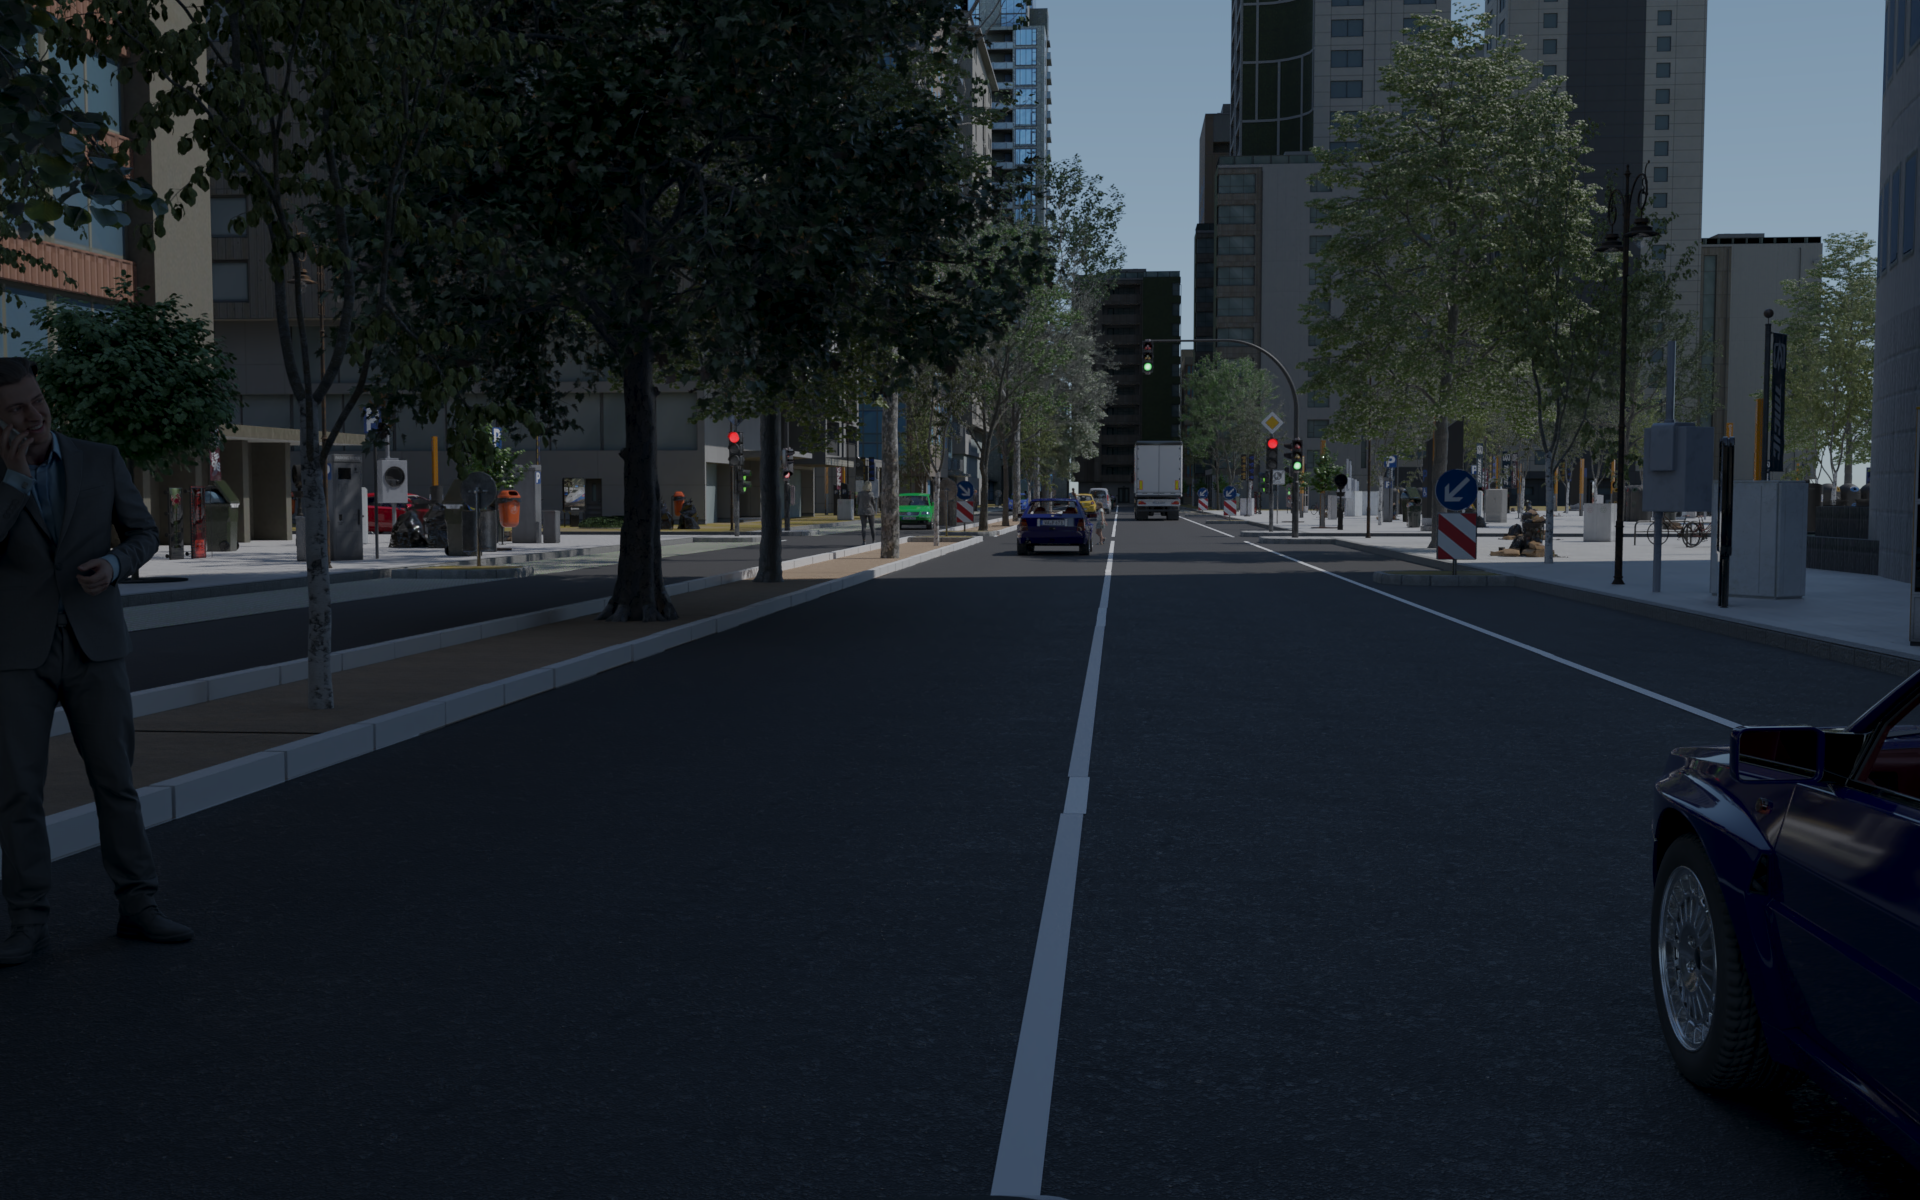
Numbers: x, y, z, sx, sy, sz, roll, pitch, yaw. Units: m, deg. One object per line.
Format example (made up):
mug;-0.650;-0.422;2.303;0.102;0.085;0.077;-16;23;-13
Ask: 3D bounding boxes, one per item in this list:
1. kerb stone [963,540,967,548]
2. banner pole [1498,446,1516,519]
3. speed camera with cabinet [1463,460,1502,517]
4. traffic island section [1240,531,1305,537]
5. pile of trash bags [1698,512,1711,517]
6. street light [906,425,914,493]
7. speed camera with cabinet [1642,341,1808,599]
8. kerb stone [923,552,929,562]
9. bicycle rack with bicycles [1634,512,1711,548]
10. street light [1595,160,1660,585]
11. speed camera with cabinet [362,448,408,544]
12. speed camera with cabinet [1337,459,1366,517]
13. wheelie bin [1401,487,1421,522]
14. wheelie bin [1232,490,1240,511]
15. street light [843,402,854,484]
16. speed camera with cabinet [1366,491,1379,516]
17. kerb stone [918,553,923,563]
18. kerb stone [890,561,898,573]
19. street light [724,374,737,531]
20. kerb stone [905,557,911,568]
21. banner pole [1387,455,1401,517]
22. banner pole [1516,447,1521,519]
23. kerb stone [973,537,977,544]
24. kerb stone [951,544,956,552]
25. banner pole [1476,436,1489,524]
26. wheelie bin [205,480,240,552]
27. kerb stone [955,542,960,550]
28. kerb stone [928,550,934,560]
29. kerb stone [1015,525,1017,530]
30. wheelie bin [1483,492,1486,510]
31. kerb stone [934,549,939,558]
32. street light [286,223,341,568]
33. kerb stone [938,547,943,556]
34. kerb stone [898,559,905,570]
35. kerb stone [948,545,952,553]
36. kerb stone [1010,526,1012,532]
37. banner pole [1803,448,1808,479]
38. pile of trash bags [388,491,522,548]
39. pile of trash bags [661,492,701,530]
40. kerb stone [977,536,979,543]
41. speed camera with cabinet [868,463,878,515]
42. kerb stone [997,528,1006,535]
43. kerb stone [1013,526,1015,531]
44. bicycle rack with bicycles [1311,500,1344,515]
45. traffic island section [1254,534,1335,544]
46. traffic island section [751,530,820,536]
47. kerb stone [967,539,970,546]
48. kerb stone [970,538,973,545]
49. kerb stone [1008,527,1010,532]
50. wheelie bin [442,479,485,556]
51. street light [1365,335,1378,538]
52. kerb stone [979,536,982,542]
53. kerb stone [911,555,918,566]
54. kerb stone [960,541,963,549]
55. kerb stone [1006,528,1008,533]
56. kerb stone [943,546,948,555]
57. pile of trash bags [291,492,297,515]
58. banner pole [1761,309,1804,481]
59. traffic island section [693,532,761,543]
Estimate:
kerb stone;0.015;-1.452;45.941;0.120;0.150;1.000;0;4;5
banner pole;28.005;-6.073;89.308;0.863;3.779;0.401;3;4;38
speed camera with cabinet;29.460;-6.316;97.605;2.038;3.252;0.660;2;4;26
traffic island section;10.585;-2.235;58.824;2.009;0.180;2.903;0;4;5
pile of trash bags;42.202;-5.472;99.226;3.447;1.369;1.912;1;4;8
street light;-3.210;-8.587;113.185;0.468;5.910;1.993;0;4;5
speed camera with cabinet;9.678;-1.688;21.942;0.660;3.252;2.038;-2;4;-28
kerb stone;-0.831;-0.890;36.746;0.120;0.150;1.000;0;4;5
bicycle rack with bicycles;18.165;-1.787;42.604;2.925;0.926;2.852;-1;4;-19
street light;9.357;-3.159;24.443;0.468;5.910;1.993;0;4;5
speed camera with cabinet;-15.211;-3.053;44.250;2.038;3.252;0.660;-3;5;-40
speed camera with cabinet;22.121;-6.359;98.303;0.660;3.252;2.038;3;5;40
wheelie bin;20.581;-4.362;79.229;0.980;1.594;0.693;-2;4;-27
wheelie bin;20.811;-7.551;131.359;0.980;1.594;0.693;3;5;40
street light;-5.644;-6.995;87.160;0.468;5.910;1.993;0;4;5
speed camera with cabinet;24.015;-6.675;103.476;2.038;3.252;0.660;1;4;21
kerb stone;-0.930;-0.827;35.723;0.120;0.150;1.000;0;4;5
kerb stone;-1.306;-0.577;31.637;0.120;0.150;1.000;0;4;5
street light;-8.006;-5.373;60.644;0.468;5.910;1.993;0;4;5
kerb stone;-1.113;-0.699;33.686;0.120;0.150;1.000;0;4;5
banner pole;24.693;-6.646;98.680;0.863;3.779;0.401;0;4;-1
banner pole;29.129;-6.156;90.665;0.401;3.779;0.863;-1;4;-21
kerb stone;0.297;-1.633;49.002;0.120;0.150;1.000;0;4;5
kerb stone;-0.273;-1.260;42.886;0.120;0.150;1.000;0;4;5
banner pole;22.507;-5.181;74.734;0.863;3.779;0.401;-3;4;-37
wheelie bin;-16.536;-1.882;38.685;0.693;1.594;0.980;0;4;-4
kerb stone;-0.174;-1.327;43.905;0.120;0.150;1.000;0;4;5
kerb stone;-0.739;-0.947;37.765;0.120;0.150;1.000;0;4;5
kerb stone;2.034;-2.794;67.879;0.120;0.150;1.000;0;4;5
wheelie bin;35.663;-6.673;117.006;0.693;1.594;0.980;0;4;3
kerb stone;-0.645;-1.015;38.796;0.120;0.150;1.000;0;4;5
street light;-10.934;-3.484;29.744;0.468;5.910;1.993;0;4;5
kerb stone;-0.552;-1.078;39.814;0.120;0.150;1.000;0;4;5
kerb stone;-1.209;-0.635;32.657;0.120;0.150;1.000;0;4;5
kerb stone;-0.369;-1.202;41.856;0.120;0.150;1.000;0;4;5
kerb stone;1.749;-2.606;64.810;0.120;0.150;1.000;0;4;5
banner pole;45.430;-6.311;93.202;0.401;3.779;0.863;0;4;5
pile of trash bags;-12.119;-1.994;42.356;1.912;1.369;3.447;2;4;33
pile of trash bags;-10.486;-3.310;63.869;1.912;1.369;3.447;0;4;-5
kerb stone;0.385;-1.700;50.020;0.120;0.150;1.000;0;4;5
speed camera with cabinet;-5.778;-7.018;109.076;0.660;3.252;2.038;-2;4;-25
kerb stone;1.470;-2.419;61.748;0.120;0.150;1.000;0;4;5
kerb stone;1.942;-2.729;66.861;0.120;0.150;1.000;0;4;5
bicycle rack with bicycles;23.204;-5.663;105.966;2.852;0.926;2.925;-1;4;-22
traffic island section;9.853;-1.749;50.872;2.009;0.180;2.903;0;4;5
traffic island section;-6.036;-2.329;60.353;2.009;0.180;2.903;0;4;5
kerb stone;0.109;-1.515;46.967;0.120;0.150;1.000;0;4;5
kerb stone;0.198;-1.574;47.985;0.120;0.150;1.000;0;4;5
kerb stone;1.652;-2.544;63.792;0.120;0.150;1.000;0;4;5
wheelie bin;-10.260;-1.709;35.852;0.980;1.594;0.693;2;4;33
street light;11.875;-4.735;50.207;0.468;5.910;1.993;0;4;5
kerb stone;0.484;-1.754;51.038;0.120;0.150;1.000;0;4;5
kerb stone;-1.016;-0.761;34.703;0.120;0.150;1.000;0;4;5
kerb stone;-0.081;-1.390;44.923;0.120;0.150;1.000;0;4;5
kerb stone;1.571;-2.474;62.773;0.120;0.150;1.000;0;4;5
kerb stone;-0.446;-1.140;40.830;0.120;0.150;1.000;0;4;5
pile of trash bags;-25.451;-3.657;69.536;3.447;1.369;1.912;-2;4;-27
banner pole;11.088;-2.057;23.650;0.863;3.779;0.401;-3;5;-43
traffic island section;-6.768;-1.842;52.401;2.009;0.180;2.903;0;4;5
